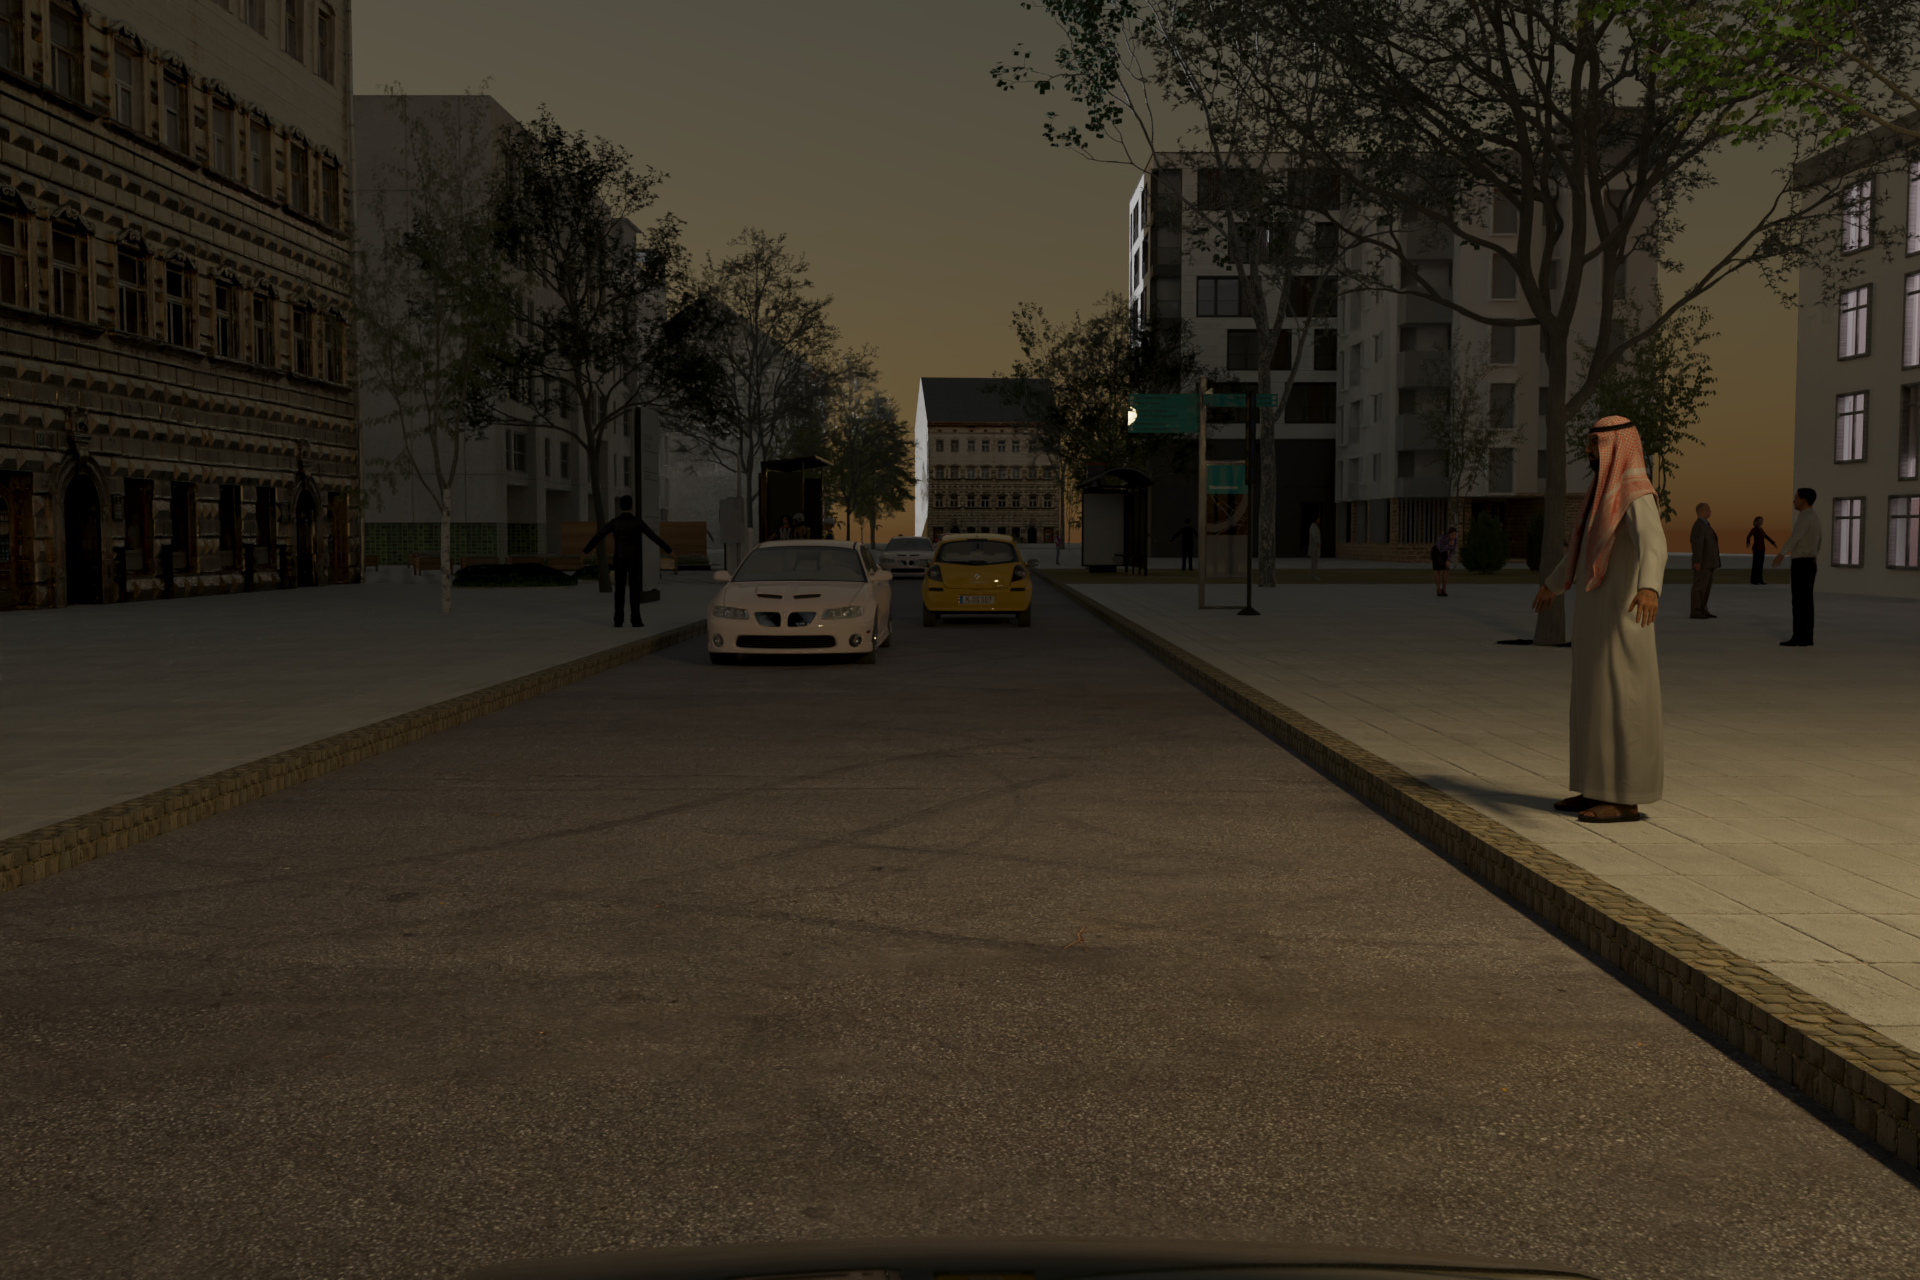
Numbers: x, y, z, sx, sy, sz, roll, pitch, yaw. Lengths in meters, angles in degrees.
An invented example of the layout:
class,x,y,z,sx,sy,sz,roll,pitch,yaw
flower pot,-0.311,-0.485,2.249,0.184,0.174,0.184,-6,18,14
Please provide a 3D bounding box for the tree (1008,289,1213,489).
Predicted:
class,x,y,z,sx,sy,sz,roll,pitch,yaw
tree,7.483,-10.748,86.107,12.009,13.543,11.850,0,3,0

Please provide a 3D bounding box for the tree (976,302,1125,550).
class,x,y,z,sx,sy,sz,roll,pitch,yaw
tree,7.017,-17.571,143.173,12.611,20.169,13.585,0,3,0

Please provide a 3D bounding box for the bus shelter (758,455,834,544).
class,x,y,z,sx,sy,sz,roll,pitch,yaw
bus shelter,-5.128,-3.888,54.851,1.731,3.624,6.357,0,4,1

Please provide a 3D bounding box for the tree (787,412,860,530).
class,x,y,z,sx,sy,sz,roll,pitch,yaw
tree,-7.867,-8.911,96.062,4.737,8.622,4.395,0,3,0

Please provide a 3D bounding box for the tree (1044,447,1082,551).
class,x,y,z,sx,sy,sz,roll,pitch,yaw
tree,8.100,-11.114,132.069,4.360,8.622,3.978,0,3,0

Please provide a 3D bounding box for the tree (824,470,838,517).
class,x,y,z,sx,sy,sz,roll,pitch,yaw
tree,-21.053,-20.259,237.896,9.857,13.997,8.962,0,3,0

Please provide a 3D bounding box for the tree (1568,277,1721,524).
class,x,y,z,sx,sy,sz,roll,pitch,yaw
tree,19.478,-6.030,48.960,4.737,8.622,4.395,0,3,0

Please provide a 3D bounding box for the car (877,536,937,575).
class,x,y,z,sx,sy,sz,roll,pitch,yaw
car,-1.622,-2.692,56.379,2.083,1.381,4.827,0,4,0

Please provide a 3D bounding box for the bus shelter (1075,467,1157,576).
class,x,y,z,sx,sy,sz,roll,pitch,yaw
bus shelter,4.880,-3.738,55.043,2.014,3.302,5.546,0,4,-1

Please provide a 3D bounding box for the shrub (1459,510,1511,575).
class,x,y,z,sx,sy,sz,roll,pitch,yaw
shrub,16.626,-3.109,54.876,1.661,2.075,1.752,0,3,0

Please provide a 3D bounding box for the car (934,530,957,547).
class,x,y,z,sx,sy,sz,roll,pitch,yaw
car,-0.581,-6.352,112.903,2.155,1.783,4.494,0,4,1

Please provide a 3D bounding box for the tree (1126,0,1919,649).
class,x,y,z,sx,sy,sz,roll,pitch,yaw
tree,6.930,-6.682,19.619,12.009,13.543,11.850,0,3,0

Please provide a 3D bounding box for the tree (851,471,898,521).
class,x,y,z,sx,sy,sz,roll,pitch,yaw
tree,-11.683,-18.723,240.528,7.601,10.594,8.767,0,4,-1

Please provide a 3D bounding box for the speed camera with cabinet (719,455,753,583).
class,x,y,z,sx,sy,sz,roll,pitch,yaw
speed camera with cabinet,-5.664,-3.029,43.852,0.660,3.252,2.038,0,4,1

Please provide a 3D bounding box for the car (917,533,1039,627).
class,x,y,z,sx,sy,sz,roll,pitch,yaw
car,0.287,-1.097,28.163,2.015,1.641,3.980,0,4,1

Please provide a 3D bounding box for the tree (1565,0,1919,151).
class,x,y,z,sx,sy,sz,roll,pitch,yaw
tree,7.003,-5.148,9.934,9.928,11.665,9.643,0,3,0

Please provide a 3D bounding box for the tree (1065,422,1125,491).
class,x,y,z,sx,sy,sz,roll,pitch,yaw
tree,8.103,-9.310,102.580,4.737,8.622,4.395,0,3,0

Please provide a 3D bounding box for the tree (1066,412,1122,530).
class,x,y,z,sx,sy,sz,roll,pitch,yaw
tree,7.501,-8.800,94.244,4.737,8.622,4.395,0,3,0

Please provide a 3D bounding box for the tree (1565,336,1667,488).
class,x,y,z,sx,sy,sz,roll,pitch,yaw
tree,23.975,-6.917,63.453,4.737,8.622,4.395,0,3,0

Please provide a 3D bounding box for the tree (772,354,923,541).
class,x,y,z,sx,sy,sz,roll,pitch,yaw
tree,-7.491,-12.627,116.826,12.009,13.543,11.850,0,3,0

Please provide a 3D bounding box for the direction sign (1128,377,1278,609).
class,x,y,z,sx,sy,sz,roll,pitch,yaw
direction sign,4.113,-2.456,28.918,2.525,3.948,1.411,0,4,1

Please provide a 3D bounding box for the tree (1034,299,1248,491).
class,x,y,z,sx,sy,sz,roll,pitch,yaw
tree,7.161,-8.262,69.504,8.767,10.594,7.601,-1,4,-14

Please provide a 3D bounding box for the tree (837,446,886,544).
class,x,y,z,sx,sy,sz,roll,pitch,yaw
tree,-7.656,-11.310,135.280,4.737,8.622,4.395,0,3,0

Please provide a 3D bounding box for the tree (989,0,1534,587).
class,x,y,z,sx,sy,sz,roll,pitch,yaw
tree,7.030,-11.255,39.911,12.611,20.169,13.585,0,3,0

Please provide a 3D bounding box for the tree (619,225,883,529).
class,x,y,z,sx,sy,sz,roll,pitch,yaw
tree,-8.222,-9.657,68.262,12.009,13.543,11.850,0,3,0

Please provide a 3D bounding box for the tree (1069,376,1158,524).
class,x,y,z,sx,sy,sz,roll,pitch,yaw
tree,7.022,-7.790,77.723,4.737,8.622,4.395,0,3,0

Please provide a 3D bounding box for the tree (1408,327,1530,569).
class,x,y,z,sx,sy,sz,roll,pitch,yaw
tree,17.742,-6.866,62.630,4.360,8.622,3.978,0,3,0

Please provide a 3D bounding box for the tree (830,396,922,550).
class,x,y,z,sx,sy,sz,roll,pitch,yaw
tree,-7.043,-13.720,142.452,7.486,12.596,7.792,0,3,0

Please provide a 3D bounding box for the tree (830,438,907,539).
class,x,y,z,sx,sy,sz,roll,pitch,yaw
tree,-7.987,-13.263,151.255,7.601,10.594,8.767,0,4,8

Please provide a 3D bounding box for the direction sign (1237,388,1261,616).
class,x,y,z,sx,sy,sz,roll,pitch,yaw
direction sign,4.577,-2.162,27.344,0.379,3.537,0.876,0,4,1

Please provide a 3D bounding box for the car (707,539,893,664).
class,x,y,z,sx,sy,sz,roll,pitch,yaw
car,-1.814,-0.504,20.603,2.083,1.381,4.827,0,4,1

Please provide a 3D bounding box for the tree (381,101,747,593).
class,x,y,z,sx,sy,sz,roll,pitch,yaw
tree,-8.122,-6.329,37.897,7.601,10.594,8.767,1,4,14

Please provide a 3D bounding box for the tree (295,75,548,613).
class,x,y,z,sx,sy,sz,roll,pitch,yaw
tree,-8.223,-4.727,27.648,4.360,8.622,3.978,0,3,0

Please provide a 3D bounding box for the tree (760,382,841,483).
class,x,y,z,sx,sy,sz,roll,pitch,yaw
tree,-7.655,-8.079,82.450,4.737,8.622,4.395,0,3,0
